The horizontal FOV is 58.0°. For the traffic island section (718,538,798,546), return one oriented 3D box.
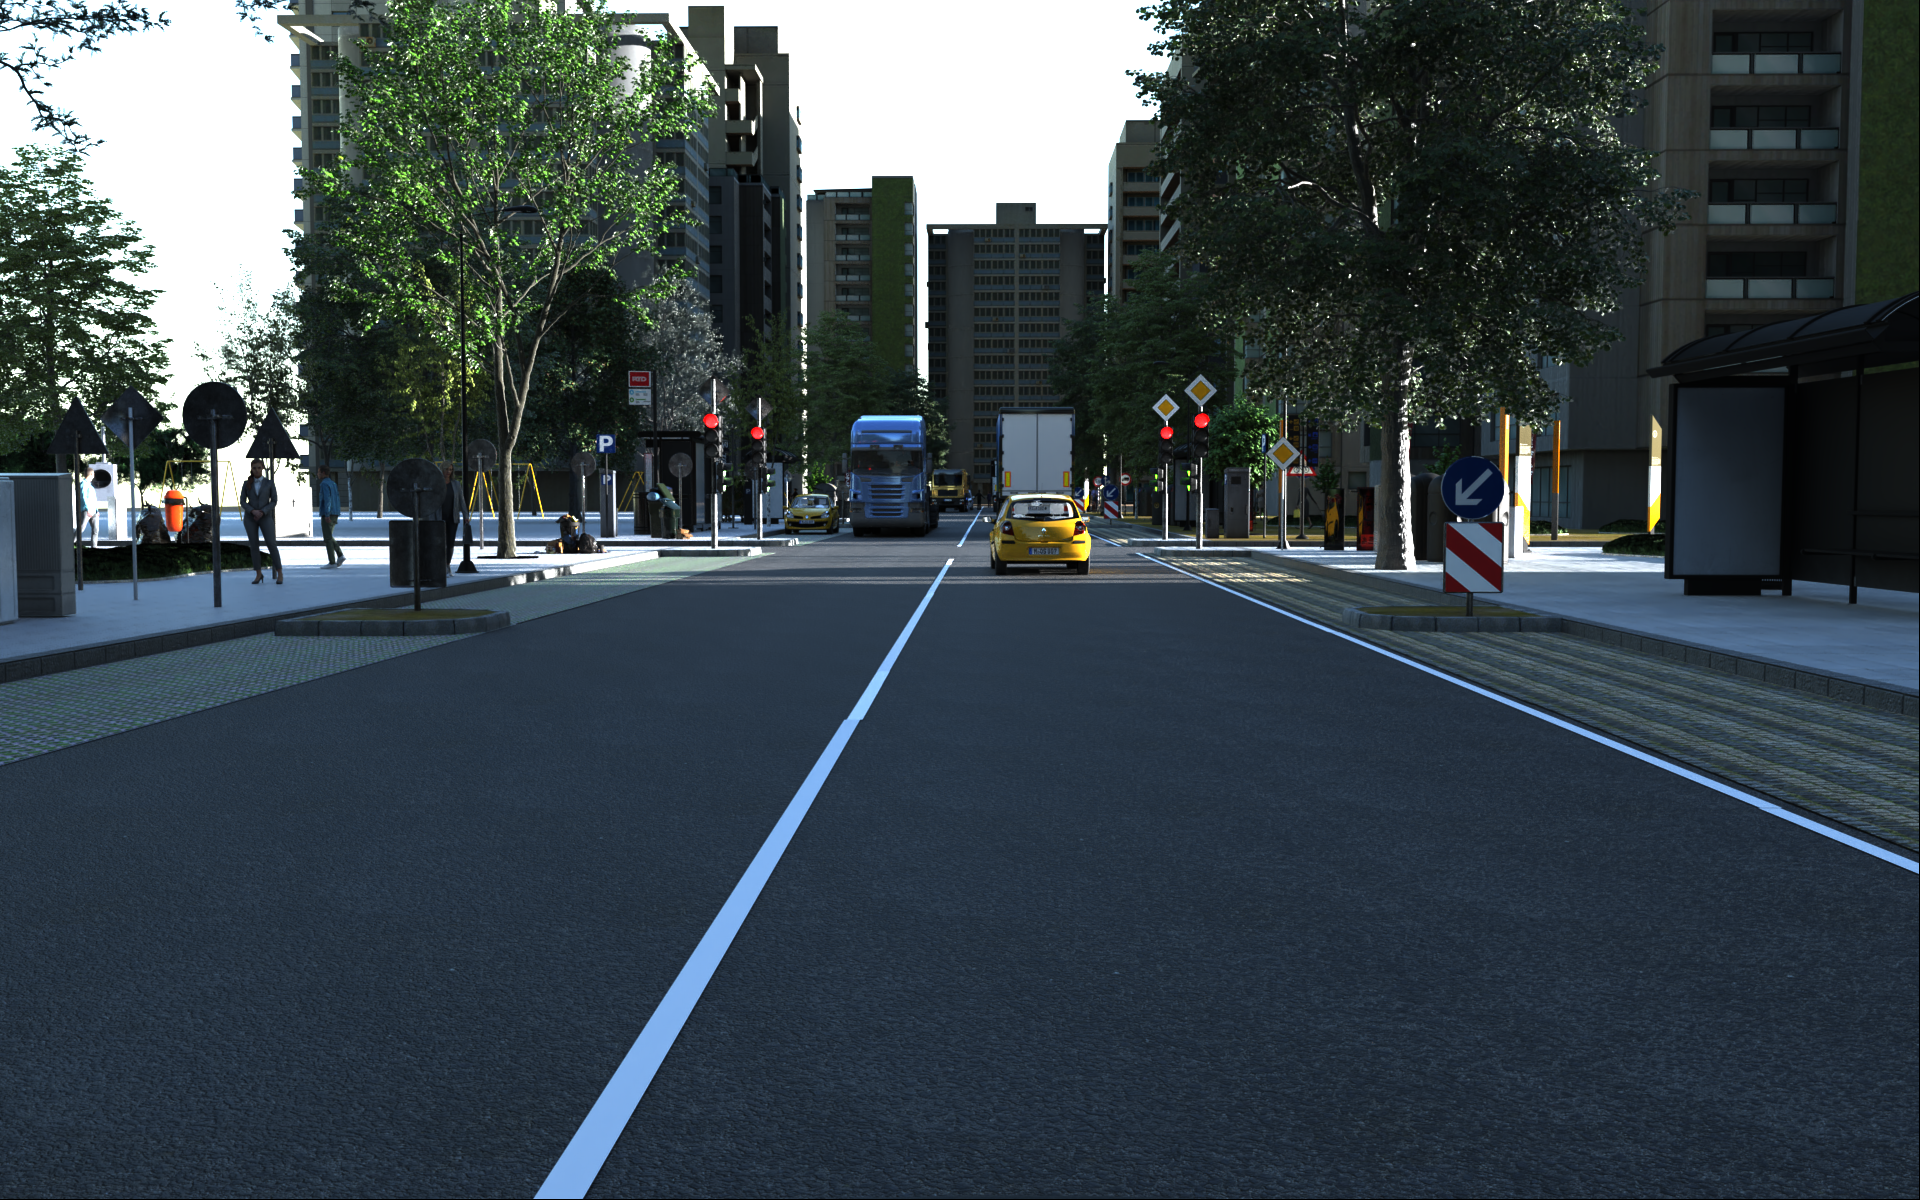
[{"bbox_3d":[-5.667,-1.624,48.826,2.009,0.180,2.903,0,4,1],"label":"traffic island section"}]

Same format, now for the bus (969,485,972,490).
[{"bbox_3d":[-0.187,-11.530,183.373,2.948,3.499,13.247,0,4,0],"label":"bus"}]

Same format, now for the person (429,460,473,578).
[{"bbox_3d":[-7.893,-1.263,26.879,0.709,1.800,0.728,-2,4,-27],"label":"person"}]

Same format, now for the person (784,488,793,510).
[{"bbox_3d":[-14.195,-8.362,142.770,1.348,1.822,0.705,3,4,39],"label":"person"}]

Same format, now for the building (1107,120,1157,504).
[{"bbox_3d":[30.156,-36.927,227.463,21.600,48.544,21.300,0,4,1],"label":"building"}]

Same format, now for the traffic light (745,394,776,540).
[{"bbox_3d":[-5.627,-3.656,48.691,0.839,4.253,0.868,0,4,1],"label":"traffic light"}]

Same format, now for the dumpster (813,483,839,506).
[{"bbox_3d":[-7.069,-5.217,91.056,1.264,1.857,1.865,0,4,1],"label":"dumpster"}]

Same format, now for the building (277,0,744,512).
[{"bbox_3d":[-32.933,-27.195,136.516,32.217,40.220,23.993,0,4,1],"label":"building"}]

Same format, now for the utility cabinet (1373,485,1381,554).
[{"bbox_3d":[9.030,-1.734,37.033,0.318,1.500,1.173,1,4,10],"label":"utility cabinet"}]

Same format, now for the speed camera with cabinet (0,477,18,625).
[{"bbox_3d":[-10.360,-1.373,16.788,2.038,3.252,0.660,0,4,-8],"label":"speed camera with cabinet"}]

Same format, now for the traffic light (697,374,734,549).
[{"bbox_3d":[-5.769,-3.167,40.707,0.839,4.253,0.868,0,4,1],"label":"traffic light"}]

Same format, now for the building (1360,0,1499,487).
[{"bbox_3d":[26.934,-19.177,85.248,14.160,30.474,14.107,0,4,1],"label":"building"}]

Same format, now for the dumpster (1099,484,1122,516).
[{"bbox_3d":[8.923,-5.906,102.328,1.264,1.857,1.865,0,4,1],"label":"dumpster"}]

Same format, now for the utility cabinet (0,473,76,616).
[{"bbox_3d":[-9.908,-0.574,18.064,1.173,1.500,0.318,0,4,-1],"label":"utility cabinet"}]

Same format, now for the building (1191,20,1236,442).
[{"bbox_3d":[31.885,-30.370,151.177,22.147,44.769,28.867,0,4,1],"label":"building"}]

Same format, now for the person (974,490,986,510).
[{"bbox_3d":[1.752,-9.045,156.413,1.348,1.821,0.705,3,4,38],"label":"person"}]

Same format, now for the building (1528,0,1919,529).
[{"bbox_3d":[28.612,-23.307,64.662,14.086,41.232,14.154,0,4,1],"label":"building"}]

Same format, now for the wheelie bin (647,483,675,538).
[{"bbox_3d":[-8.784,-2.623,50.801,0.693,1.594,0.980,1,4,9],"label":"wheelie bin"}]

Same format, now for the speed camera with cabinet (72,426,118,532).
[{"bbox_3d":[-25.683,-3.428,50.389,2.038,3.252,0.660,-1,4,-17],"label":"speed camera with cabinet"}]

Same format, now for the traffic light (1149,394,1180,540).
[{"bbox_3d":[5.732,-3.644,48.506,0.839,4.253,0.868,0,4,1],"label":"traffic light"}]

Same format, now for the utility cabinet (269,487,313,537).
[{"bbox_3d":[-19.671,-2.581,50.877,1.173,1.500,0.318,-2,4,-31],"label":"utility cabinet"}]

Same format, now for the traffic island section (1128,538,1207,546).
[{"bbox_3d":[5.772,-1.611,48.619,2.009,0.180,2.903,0,4,1],"label":"traffic island section"}]

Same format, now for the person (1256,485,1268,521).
[{"bbox_3d":[14.642,-4.735,83.803,0.599,1.781,0.374,3,5,39],"label":"person"}]

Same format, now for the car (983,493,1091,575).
[{"bbox_3d":[1.441,-1.342,32.168,2.015,1.641,3.980,0,4,-1],"label":"car"}]

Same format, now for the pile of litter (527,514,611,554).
[{"bbox_3d":[-8.473,-1.442,37.536,1.719,0.858,1.176,0,4,8],"label":"pile of litter"}]

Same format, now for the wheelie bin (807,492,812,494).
[{"bbox_3d":[-9.171,-6.130,108.125,0.693,1.594,0.980,-3,5,-42],"label":"wheelie bin"}]

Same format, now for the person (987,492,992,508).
[{"bbox_3d":[3.089,-10.598,182.695,0.541,1.710,0.530,-1,4,-17],"label":"person"}]

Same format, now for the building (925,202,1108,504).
[{"bbox_3d":[7.460,-33.133,233.601,23.993,40.220,32.217,0,4,1],"label":"building"}]

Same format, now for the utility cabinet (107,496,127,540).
[{"bbox_3d":[-23.748,-2.303,48.819,0.306,1.237,1.020,-3,4,-37],"label":"utility cabinet"}]

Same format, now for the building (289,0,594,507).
[{"bbox_3d":[-52.297,-38.911,178.188,28.212,58.520,21.231,0,4,1],"label":"building"}]

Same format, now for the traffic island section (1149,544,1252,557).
[{"bbox_3d":[5.630,-1.123,40.635,2.009,0.180,2.903,0,4,1],"label":"traffic island section"}]

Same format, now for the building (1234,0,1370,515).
[{"bbox_3d":[27.518,-27.298,129.922,14.154,41.232,14.086,0,4,1],"label":"building"}]

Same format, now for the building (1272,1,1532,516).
[{"bbox_3d":[25.774,-25.896,106.998,14.154,41.232,14.086,0,4,1],"label":"building"}]

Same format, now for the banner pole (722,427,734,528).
[{"bbox_3d":[-8.681,-4.568,64.696,0.863,3.779,0.401,2,4,25],"label":"banner pole"}]

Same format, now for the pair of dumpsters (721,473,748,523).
[{"bbox_3d":[-10.197,-4.701,79.361,1.574,2.255,4.437,0,4,1],"label":"pair of dumpsters"}]

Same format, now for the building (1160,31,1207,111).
[{"bbox_3d":[31.952,-33.795,176.251,21.300,48.544,21.600,0,4,1],"label":"building"}]

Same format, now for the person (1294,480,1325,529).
[{"bbox_3d":[12.932,-3.488,63.290,1.509,1.804,0.699,0,4,0],"label":"person"}]

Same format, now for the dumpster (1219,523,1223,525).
[{"bbox_3d":[11.075,-4.215,71.413,1.502,2.255,1.985,0,4,1],"label":"dumpster"}]

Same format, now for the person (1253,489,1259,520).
[{"bbox_3d":[14.843,-4.965,87.344,0.709,1.813,0.853,0,4,-6],"label":"person"}]

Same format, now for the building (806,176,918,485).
[{"bbox_3d":[-12.608,-33.112,224.975,14.086,41.232,14.154,0,4,1],"label":"building"}]

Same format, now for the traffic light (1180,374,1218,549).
[{"bbox_3d":[5.591,-3.156,40.522,0.839,4.253,0.868,0,4,1],"label":"traffic light"}]

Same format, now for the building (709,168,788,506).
[{"bbox_3d":[-23.391,-23.508,156.056,14.160,30.474,14.107,0,4,1],"label":"building"}]

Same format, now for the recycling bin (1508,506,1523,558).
[{"bbox_3d":[10.971,-1.380,35.110,0.722,1.027,0.722,2,4,30],"label":"recycling bin"}]

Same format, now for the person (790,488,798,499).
[{"bbox_3d":[-12.470,-7.547,130.260,0.721,1.723,1.217,1,4,22],"label":"person"}]

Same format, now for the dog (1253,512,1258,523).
[{"bbox_3d":[12.772,-3.633,76.229,0.540,0.507,0.406,-1,4,-22],"label":"dog"}]

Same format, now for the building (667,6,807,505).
[{"bbox_3d":[-27.399,-33.892,177.843,21.600,48.544,21.300,0,4,1],"label":"building"}]

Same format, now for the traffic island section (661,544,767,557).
[{"bbox_3d":[-5.809,-1.135,40.843,2.009,0.180,2.903,0,4,1],"label":"traffic island section"}]

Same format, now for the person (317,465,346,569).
[{"bbox_3d":[-10.796,-1.427,29.717,0.444,1.785,0.601,1,4,10],"label":"person"}]

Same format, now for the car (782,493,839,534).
[{"bbox_3d":[-5.321,-3.189,62.370,2.015,1.641,3.980,0,4,1],"label":"car"}]

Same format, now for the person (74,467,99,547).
[{"bbox_3d":[-18.331,-1.859,36.301,0.748,1.841,0.638,0,4,1],"label":"person"}]

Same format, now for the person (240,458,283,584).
[{"bbox_3d":[-9.968,-1.124,24.699,0.520,1.790,0.573,-2,4,-31],"label":"person"}]
